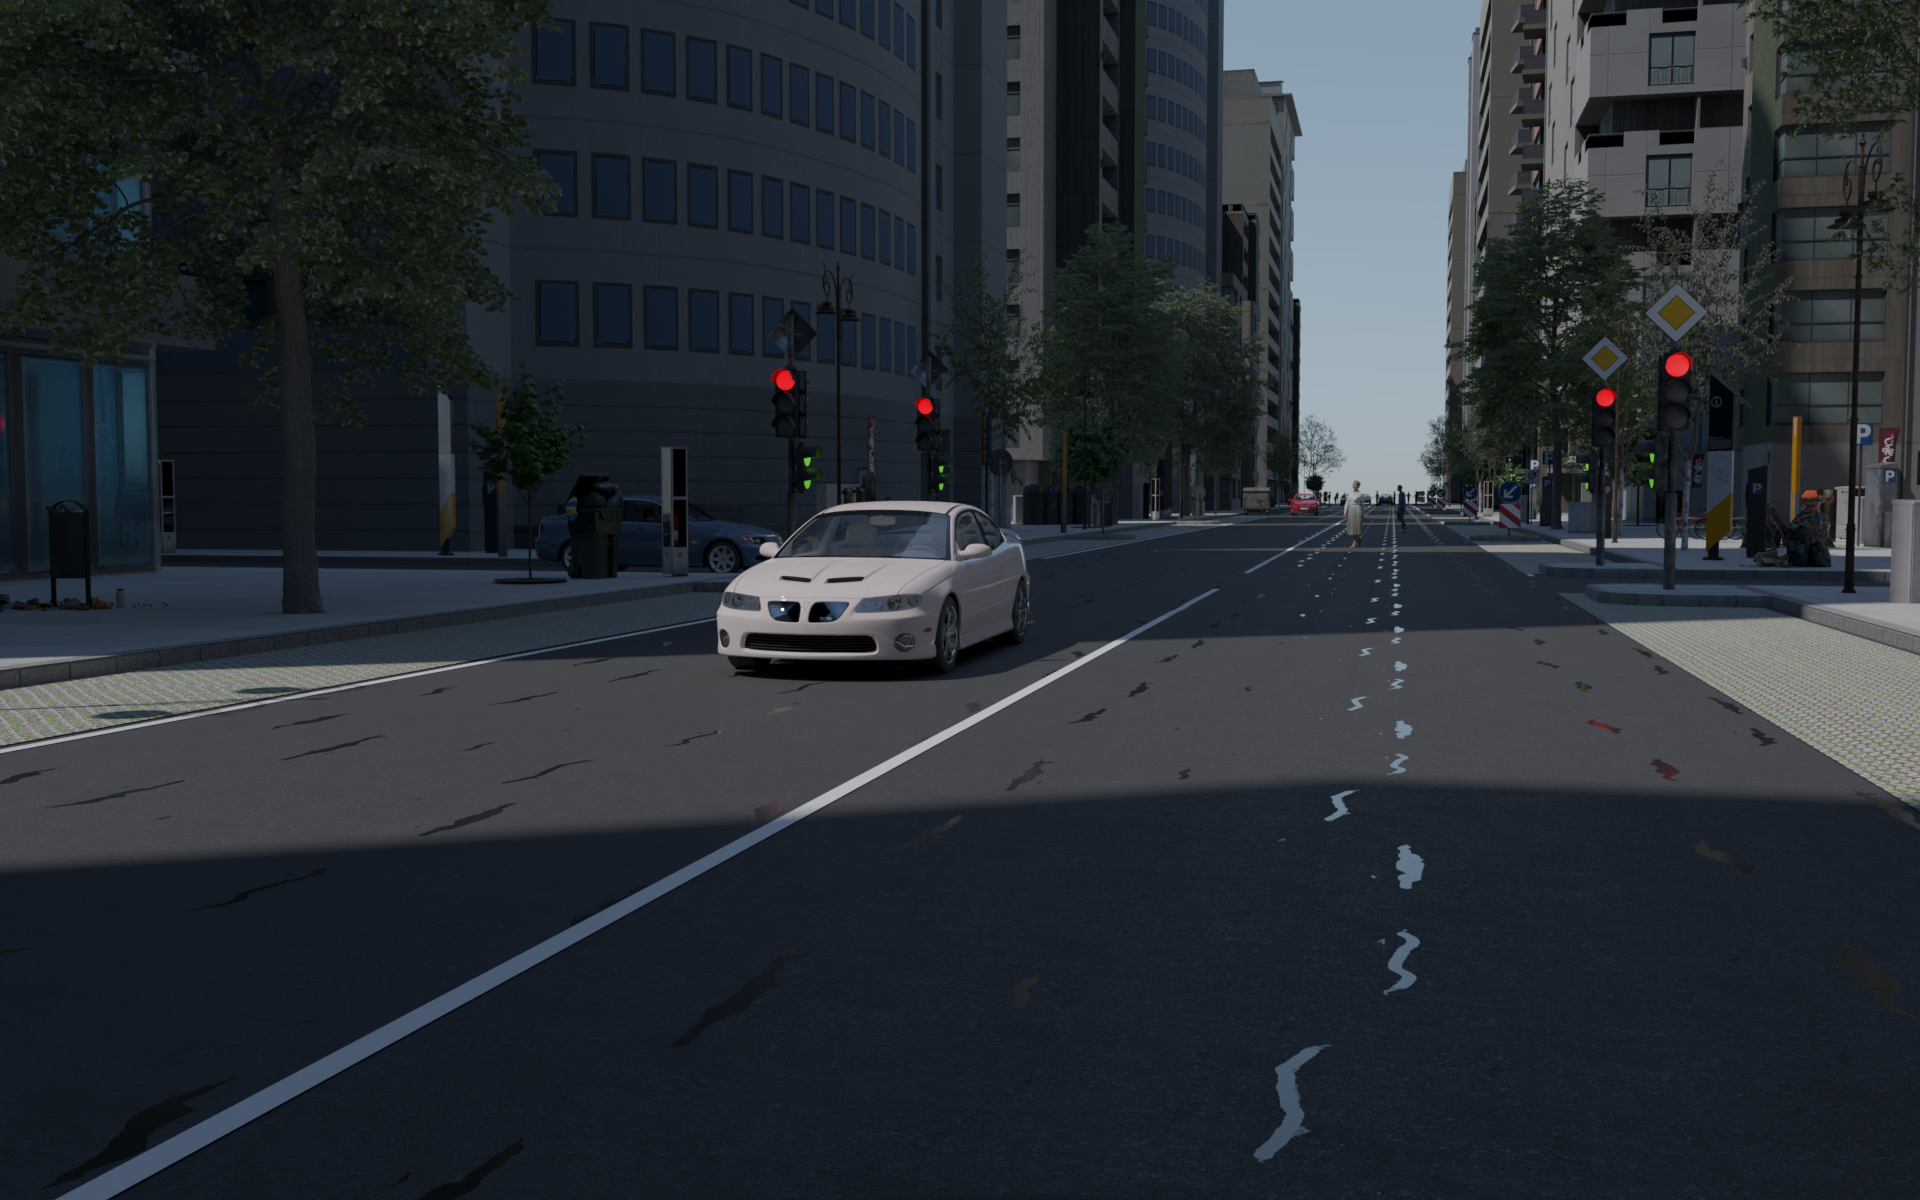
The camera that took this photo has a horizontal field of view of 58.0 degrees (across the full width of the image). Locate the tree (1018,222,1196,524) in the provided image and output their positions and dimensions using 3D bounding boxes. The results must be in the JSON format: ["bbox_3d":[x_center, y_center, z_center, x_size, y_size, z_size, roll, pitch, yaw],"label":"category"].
[{"bbox_3d":[6.289,-9.490,73.286,7.486,12.596,7.792,0,3,0],"label":"tree"}]

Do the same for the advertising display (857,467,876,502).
[{"bbox_3d":[-2.267,-2.246,41.937,0.123,1.923,0.974,-1,4,-23],"label":"advertising display"}]

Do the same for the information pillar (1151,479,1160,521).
[{"bbox_3d":[9.231,-4.734,81.900,0.304,2.012,0.304,3,5,45],"label":"information pillar"}]

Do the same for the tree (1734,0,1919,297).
[{"bbox_3d":[10.622,-4.898,14.495,8.767,10.594,7.601,2,4,28],"label":"tree"}]

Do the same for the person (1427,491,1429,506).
[{"bbox_3d":[54.994,-11.921,203.413,0.705,1.824,1.348,0,4,5],"label":"person"}]

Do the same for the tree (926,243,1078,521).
[{"bbox_3d":[1.185,-6.189,51.557,4.737,8.622,4.395,0,3,0],"label":"tree"}]

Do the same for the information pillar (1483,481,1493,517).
[{"bbox_3d":[30.458,-5.849,100.130,0.304,2.012,0.304,2,4,29],"label":"information pillar"}]

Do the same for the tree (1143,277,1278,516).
[{"bbox_3d":[13.336,-11.915,101.468,9.857,13.997,8.962,0,3,0],"label":"tree"}]

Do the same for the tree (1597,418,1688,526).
[{"bbox_3d":[27.532,-5.276,69.980,4.285,4.588,4.351,0,3,0],"label":"tree"}]

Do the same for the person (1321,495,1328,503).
[{"bbox_3d":[50.608,-14.150,239.942,1.348,1.812,0.705,3,5,41],"label":"person"}]

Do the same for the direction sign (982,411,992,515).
[{"bbox_3d":[0.736,-3.410,47.752,0.379,3.537,0.876,1,4,17],"label":"direction sign"}]

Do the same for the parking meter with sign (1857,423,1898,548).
[{"bbox_3d":[22.143,-2.777,41.665,0.543,3.016,1.738,0,4,-4],"label":"parking meter with sign"}]

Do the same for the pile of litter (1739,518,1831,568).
[{"bbox_3d":[14.608,-1.018,30.610,1.719,0.858,1.176,0,4,3],"label":"pile of litter"}]

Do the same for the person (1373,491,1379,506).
[{"bbox_3d":[48.726,-11.863,202.451,0.705,1.826,1.348,3,5,40],"label":"person"}]

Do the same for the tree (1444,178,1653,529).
[{"bbox_3d":[21.441,-8.862,63.018,7.486,12.596,7.792,0,3,0],"label":"tree"}]

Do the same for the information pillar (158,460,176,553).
[{"bbox_3d":[-17.215,-2.020,37.524,0.304,2.012,0.304,3,5,43],"label":"information pillar"}]

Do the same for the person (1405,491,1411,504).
[{"bbox_3d":[64.564,-14.728,249.400,0.705,1.812,1.348,-2,4,-29],"label":"person"}]

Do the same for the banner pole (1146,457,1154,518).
[{"bbox_3d":[10.272,-6.335,93.586,0.863,3.779,0.401,-3,4,-36],"label":"banner pole"}]

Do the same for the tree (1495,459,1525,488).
[{"bbox_3d":[30.107,-6.141,95.012,1.663,3.219,1.824,0,3,0],"label":"tree"}]

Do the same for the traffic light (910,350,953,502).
[{"bbox_3d":[-0.593,-2.752,33.914,0.839,4.253,0.868,1,4,14],"label":"traffic light"}]

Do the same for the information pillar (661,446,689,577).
[{"bbox_3d":[-4.434,-1.373,26.935,0.304,2.012,0.304,-3,5,-40],"label":"information pillar"}]

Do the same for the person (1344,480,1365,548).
[{"bbox_3d":[10.574,-2.295,46.250,0.641,1.798,0.478,-3,5,-42],"label":"person"}]

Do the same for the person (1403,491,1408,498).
[{"bbox_3d":[60.296,-13.879,235.437,1.348,1.822,0.705,3,5,43],"label":"person"}]

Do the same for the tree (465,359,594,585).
[{"bbox_3d":[-6.353,-1.859,24.989,1.663,3.219,1.824,0,3,0],"label":"tree"}]

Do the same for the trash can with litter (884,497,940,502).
[{"bbox_3d":[-0.941,-2.208,47.160,1.678,1.210,2.233,2,4,24],"label":"trash can with litter"}]

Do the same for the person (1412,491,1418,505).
[{"bbox_3d":[55.061,-12.278,209.205,0.705,1.831,1.348,3,5,42],"label":"person"}]

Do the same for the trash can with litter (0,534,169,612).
[{"bbox_3d":[-10.286,-0.522,19.591,2.233,1.210,1.678,1,4,19],"label":"trash can with litter"}]

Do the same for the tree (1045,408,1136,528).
[{"bbox_3d":[4.962,-5.031,65.963,4.285,4.588,4.351,0,3,0],"label":"tree"}]

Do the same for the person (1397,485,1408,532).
[{"bbox_3d":[16.865,-3.497,66.018,0.444,1.785,0.601,1,4,15],"label":"person"}]

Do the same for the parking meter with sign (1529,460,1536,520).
[{"bbox_3d":[28.904,-5.575,87.412,0.543,3.016,1.738,2,4,23],"label":"parking meter with sign"}]

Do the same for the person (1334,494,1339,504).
[{"bbox_3d":[52.417,-14.037,241.239,0.697,1.427,0.421,1,4,22],"label":"person"}]

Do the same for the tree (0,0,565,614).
[{"bbox_3d":[-7.278,-6.106,17.965,7.486,12.596,7.792,0,3,0],"label":"tree"}]

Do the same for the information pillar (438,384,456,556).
[{"bbox_3d":[-10.675,-2.731,36.002,0.504,3.616,0.183,3,5,43],"label":"information pillar"}]

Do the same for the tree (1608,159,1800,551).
[{"bbox_3d":[16.639,-5.437,39.265,4.360,8.622,3.978,0,3,0],"label":"tree"}]

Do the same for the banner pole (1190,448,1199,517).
[{"bbox_3d":[12.923,-6.444,95.370,0.401,3.779,0.863,-2,4,-31],"label":"banner pole"}]

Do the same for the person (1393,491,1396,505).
[{"bbox_3d":[59.274,-13.946,236.484,0.705,1.831,1.348,0,4,6],"label":"person"}]

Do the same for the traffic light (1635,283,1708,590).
[{"bbox_3d":[9.518,-2.096,23.184,0.839,4.253,0.868,1,4,14],"label":"traffic light"}]

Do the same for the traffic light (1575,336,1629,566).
[{"bbox_3d":[11.454,-2.569,30.932,0.839,4.253,0.868,1,4,14],"label":"traffic light"}]

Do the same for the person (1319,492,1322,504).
[{"bbox_3d":[48.453,-13.670,232.669,0.621,1.740,0.551,-1,4,-17],"label":"person"}]

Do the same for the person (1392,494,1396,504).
[{"bbox_3d":[64.765,-15.218,258.003,1.217,1.739,0.721,2,4,26],"label":"person"}]

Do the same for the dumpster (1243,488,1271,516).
[{"bbox_3d":[19.669,-6.517,114.760,1.865,1.857,1.264,1,4,14],"label":"dumpster"}]

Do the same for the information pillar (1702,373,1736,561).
[{"bbox_3d":[14.661,-2.572,33.413,0.183,3.616,0.504,-3,5,-41],"label":"information pillar"}]

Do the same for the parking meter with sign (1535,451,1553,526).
[{"bbox_3d":[23.606,-4.486,69.612,0.543,3.016,1.738,2,4,23],"label":"parking meter with sign"}]

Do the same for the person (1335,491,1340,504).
[{"bbox_3d":[56.981,-15.474,261.371,0.709,1.838,0.599,2,4,34],"label":"person"}]

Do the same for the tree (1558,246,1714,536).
[{"bbox_3d":[20.275,-6.233,52.280,4.737,8.622,4.395,0,3,0],"label":"tree"}]

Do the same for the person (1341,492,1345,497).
[{"bbox_3d":[55.101,-14.619,248.309,1.217,1.735,0.721,-1,4,-12],"label":"person"}]

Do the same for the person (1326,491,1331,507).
[{"bbox_3d":[40.920,-11.187,192.226,0.721,1.723,1.217,2,4,29],"label":"person"}]

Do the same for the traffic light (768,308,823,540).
[{"bbox_3d":[-2.528,-2.278,26.166,0.839,4.253,0.868,1,4,14],"label":"traffic light"}]
